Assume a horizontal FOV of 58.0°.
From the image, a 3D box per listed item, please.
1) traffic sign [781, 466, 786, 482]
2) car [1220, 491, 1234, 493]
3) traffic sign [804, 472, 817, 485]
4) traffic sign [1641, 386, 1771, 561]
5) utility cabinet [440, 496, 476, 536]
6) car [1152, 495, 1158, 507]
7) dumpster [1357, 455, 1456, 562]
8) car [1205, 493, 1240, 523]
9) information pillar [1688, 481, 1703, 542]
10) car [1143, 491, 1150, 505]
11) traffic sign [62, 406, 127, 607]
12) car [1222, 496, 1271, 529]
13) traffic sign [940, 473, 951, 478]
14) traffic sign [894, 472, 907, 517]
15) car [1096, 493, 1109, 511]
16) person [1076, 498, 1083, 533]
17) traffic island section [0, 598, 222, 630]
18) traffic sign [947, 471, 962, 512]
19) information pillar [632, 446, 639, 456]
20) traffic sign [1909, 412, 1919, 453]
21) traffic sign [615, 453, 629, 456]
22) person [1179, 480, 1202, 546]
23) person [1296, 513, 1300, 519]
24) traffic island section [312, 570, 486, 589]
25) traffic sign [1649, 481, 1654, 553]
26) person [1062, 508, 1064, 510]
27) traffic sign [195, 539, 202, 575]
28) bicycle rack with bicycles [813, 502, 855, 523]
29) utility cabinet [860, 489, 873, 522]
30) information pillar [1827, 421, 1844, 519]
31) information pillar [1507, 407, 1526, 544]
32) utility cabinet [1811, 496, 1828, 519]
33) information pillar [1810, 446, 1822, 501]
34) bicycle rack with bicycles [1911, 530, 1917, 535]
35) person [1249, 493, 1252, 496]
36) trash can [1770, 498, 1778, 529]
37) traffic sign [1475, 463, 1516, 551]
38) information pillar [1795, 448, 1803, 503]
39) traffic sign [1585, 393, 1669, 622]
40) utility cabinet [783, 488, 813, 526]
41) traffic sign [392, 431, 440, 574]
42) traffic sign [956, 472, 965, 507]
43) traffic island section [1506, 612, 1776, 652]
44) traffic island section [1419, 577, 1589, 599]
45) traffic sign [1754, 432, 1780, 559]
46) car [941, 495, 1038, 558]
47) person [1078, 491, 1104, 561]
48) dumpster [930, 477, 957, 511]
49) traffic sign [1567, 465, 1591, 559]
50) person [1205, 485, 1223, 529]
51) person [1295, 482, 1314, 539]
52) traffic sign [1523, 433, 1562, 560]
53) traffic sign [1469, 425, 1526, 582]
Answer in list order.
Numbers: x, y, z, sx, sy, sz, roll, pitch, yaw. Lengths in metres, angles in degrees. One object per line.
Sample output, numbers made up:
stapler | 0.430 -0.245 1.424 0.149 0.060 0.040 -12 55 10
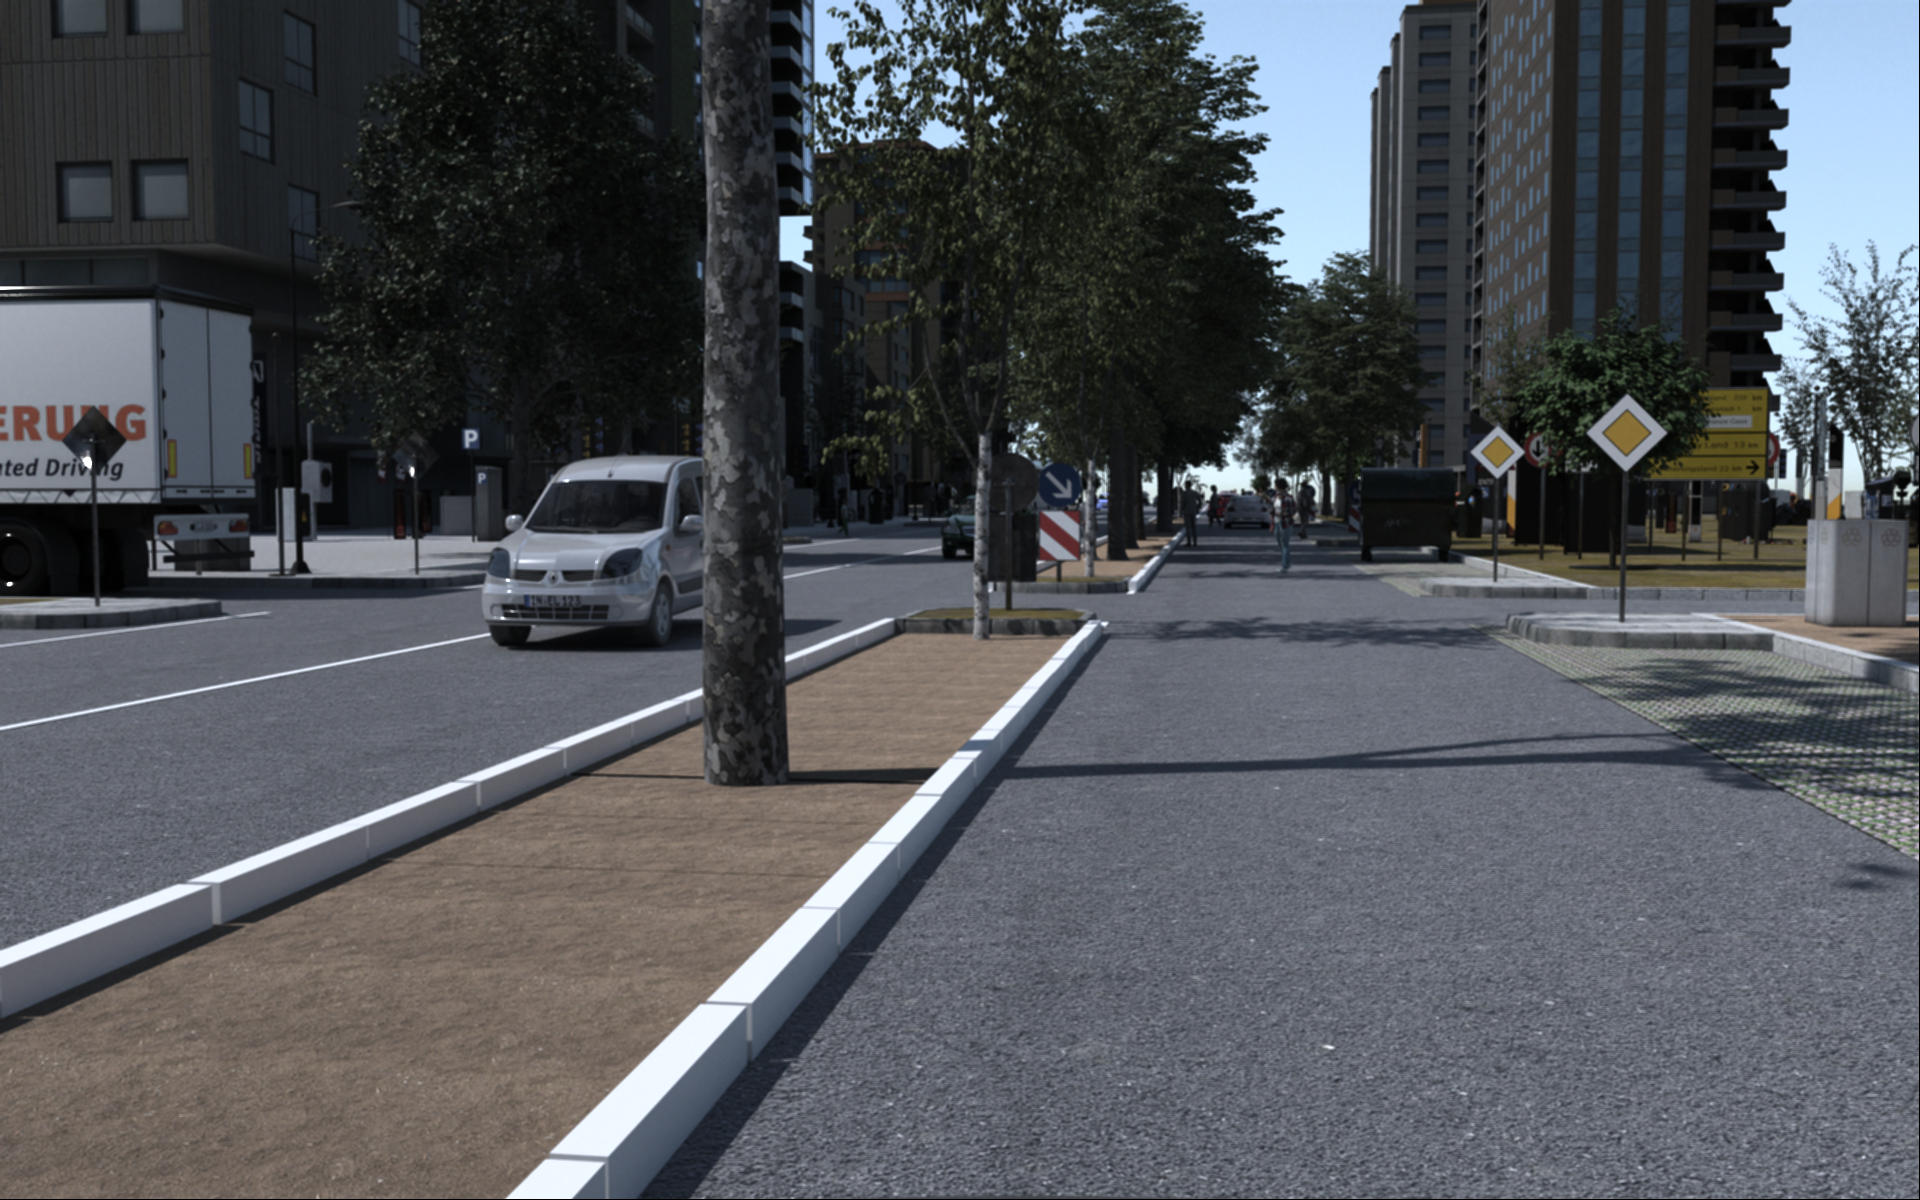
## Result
traffic sign | -8.167 -4.747 77.715 0.768 2.556 0.104 1 4 10
car | 29.033 -10.996 188.449 2.281 1.827 5.304 0 4 7
traffic sign | -6.807 -4.700 78.979 0.606 2.300 0.079 1 4 9
traffic sign | 14.203 -2.397 33.068 2.265 3.308 0.079 1 4 13
utility cabinet | -15.379 -2.563 53.069 1.020 1.237 0.306 -2 4 -35
car | 21.769 -10.688 187.329 1.945 1.354 3.894 0 4 7
dumpster | 9.426 -1.939 36.656 1.985 2.255 1.502 1 4 9
car | 13.431 -4.786 87.284 2.155 1.783 4.494 0 4 8
information pillar | 19.638 -2.554 46.246 0.304 2.012 0.304 1 4 15
car | 22.970 -12.931 220.090 2.281 1.827 5.304 1 4 10
traffic sign | -9.845 -0.983 19.713 0.795 2.450 0.064 1 4 8
car | 12.102 -3.717 73.140 2.083 1.381 4.827 0 4 8
traffic sign | -0.856 -6.228 101.936 0.768 2.556 0.104 1 4 12
traffic sign | -3.402 -6.012 98.408 0.768 2.556 0.104 1 4 13
car | 12.763 -8.622 150.554 1.945 1.707 3.694 0 4 8
person | 4.445 -3.144 64.169 0.640 1.303 0.475 2 4 28
traffic island section | -9.869 0.153 19.778 2.009 0.180 2.903 1 4 8
traffic sign | -0.315 -6.053 98.968 0.884 2.594 0.081 1 4 11
information pillar | -15.881 -5.705 84.634 0.183 3.616 0.504 3 4 36
traffic sign | 14.014 -1.515 24.882 0.768 2.556 0.104 1 4 14
traffic sign | -10.432 -3.265 53.484 0.768 2.556 0.104 1 4 17
person | 6.319 -2.383 47.569 0.635 1.810 0.391 -2 4 -29
person | 19.366 -5.258 98.741 0.394 1.301 0.425 3 5 42
traffic island section | -8.696 -0.330 27.677 2.009 0.180 2.903 1 4 8
traffic sign | 15.017 -2.299 37.588 0.884 2.594 0.081 1 4 18
person | 5.669 -5.356 96.275 0.606 1.804 0.583 1 4 22
traffic sign | -12.039 -1.664 27.318 0.768 2.556 0.104 1 4 10
bicycle rack with bicycles | -5.880 -3.870 76.661 2.925 0.926 2.852 -1 4 -14
utility cabinet | -4.711 -4.810 87.324 0.318 1.500 1.173 1 4 15
information pillar | 28.132 -3.934 55.679 0.183 3.616 0.504 -2 4 -25
information pillar | 14.250 -3.239 44.313 0.183 3.616 0.504 -2 4 -33
utility cabinet | 34.114 -3.512 68.575 0.306 1.237 1.020 0 4 -2
information pillar | 38.317 -5.268 77.479 0.504 3.616 0.183 1 4 20
bicycle rack with bicycles | 30.990 -2.435 53.193 2.852 0.926 2.925 0 4 -7
person | 15.396 -4.935 91.787 0.523 1.515 0.503 2 4 35
trash can | 29.802 -3.198 63.938 0.748 1.137 0.748 0 3 0
traffic sign | 11.984 -2.374 38.825 0.884 2.594 0.081 1 4 15
information pillar | 42.609 -5.907 87.928 0.504 3.616 0.183 -2 4 -34
traffic sign | 6.616 -0.833 17.256 0.795 2.450 0.064 1 4 8
utility cabinet | -6.401 -3.653 68.412 1.173 1.500 0.318 1 4 13
traffic sign | -8.671 -1.466 27.612 0.795 2.450 0.064 1 4 8
traffic sign | -0.064 -6.201 101.498 0.768 2.556 0.104 1 4 14
traffic island section | 6.641 0.303 17.329 2.009 0.180 2.903 1 4 8
traffic island section | 7.814 -0.180 25.228 2.009 0.180 2.903 1 4 8
traffic sign | 15.805 -2.092 34.313 0.768 2.556 0.104 1 4 12
car | 0.786 -1.726 40.026 2.131 1.459 4.920 1 4 10
person | 2.772 -1.582 36.955 0.523 1.515 0.503 2 4 28
dumpster | -1.074 -5.995 100.519 1.502 2.255 1.985 1 4 8
traffic sign | 12.182 -1.947 33.970 0.606 2.300 0.079 1 4 13
person | 10.312 -3.764 70.217 0.728 1.800 0.709 1 4 10
person | 10.985 -2.852 55.235 0.679 1.850 0.850 3 4 36
traffic sign | 11.363 -2.059 33.769 0.768 2.556 0.104 1 4 10
traffic sign | 7.790 -1.316 25.154 0.795 2.450 0.064 1 4 8
